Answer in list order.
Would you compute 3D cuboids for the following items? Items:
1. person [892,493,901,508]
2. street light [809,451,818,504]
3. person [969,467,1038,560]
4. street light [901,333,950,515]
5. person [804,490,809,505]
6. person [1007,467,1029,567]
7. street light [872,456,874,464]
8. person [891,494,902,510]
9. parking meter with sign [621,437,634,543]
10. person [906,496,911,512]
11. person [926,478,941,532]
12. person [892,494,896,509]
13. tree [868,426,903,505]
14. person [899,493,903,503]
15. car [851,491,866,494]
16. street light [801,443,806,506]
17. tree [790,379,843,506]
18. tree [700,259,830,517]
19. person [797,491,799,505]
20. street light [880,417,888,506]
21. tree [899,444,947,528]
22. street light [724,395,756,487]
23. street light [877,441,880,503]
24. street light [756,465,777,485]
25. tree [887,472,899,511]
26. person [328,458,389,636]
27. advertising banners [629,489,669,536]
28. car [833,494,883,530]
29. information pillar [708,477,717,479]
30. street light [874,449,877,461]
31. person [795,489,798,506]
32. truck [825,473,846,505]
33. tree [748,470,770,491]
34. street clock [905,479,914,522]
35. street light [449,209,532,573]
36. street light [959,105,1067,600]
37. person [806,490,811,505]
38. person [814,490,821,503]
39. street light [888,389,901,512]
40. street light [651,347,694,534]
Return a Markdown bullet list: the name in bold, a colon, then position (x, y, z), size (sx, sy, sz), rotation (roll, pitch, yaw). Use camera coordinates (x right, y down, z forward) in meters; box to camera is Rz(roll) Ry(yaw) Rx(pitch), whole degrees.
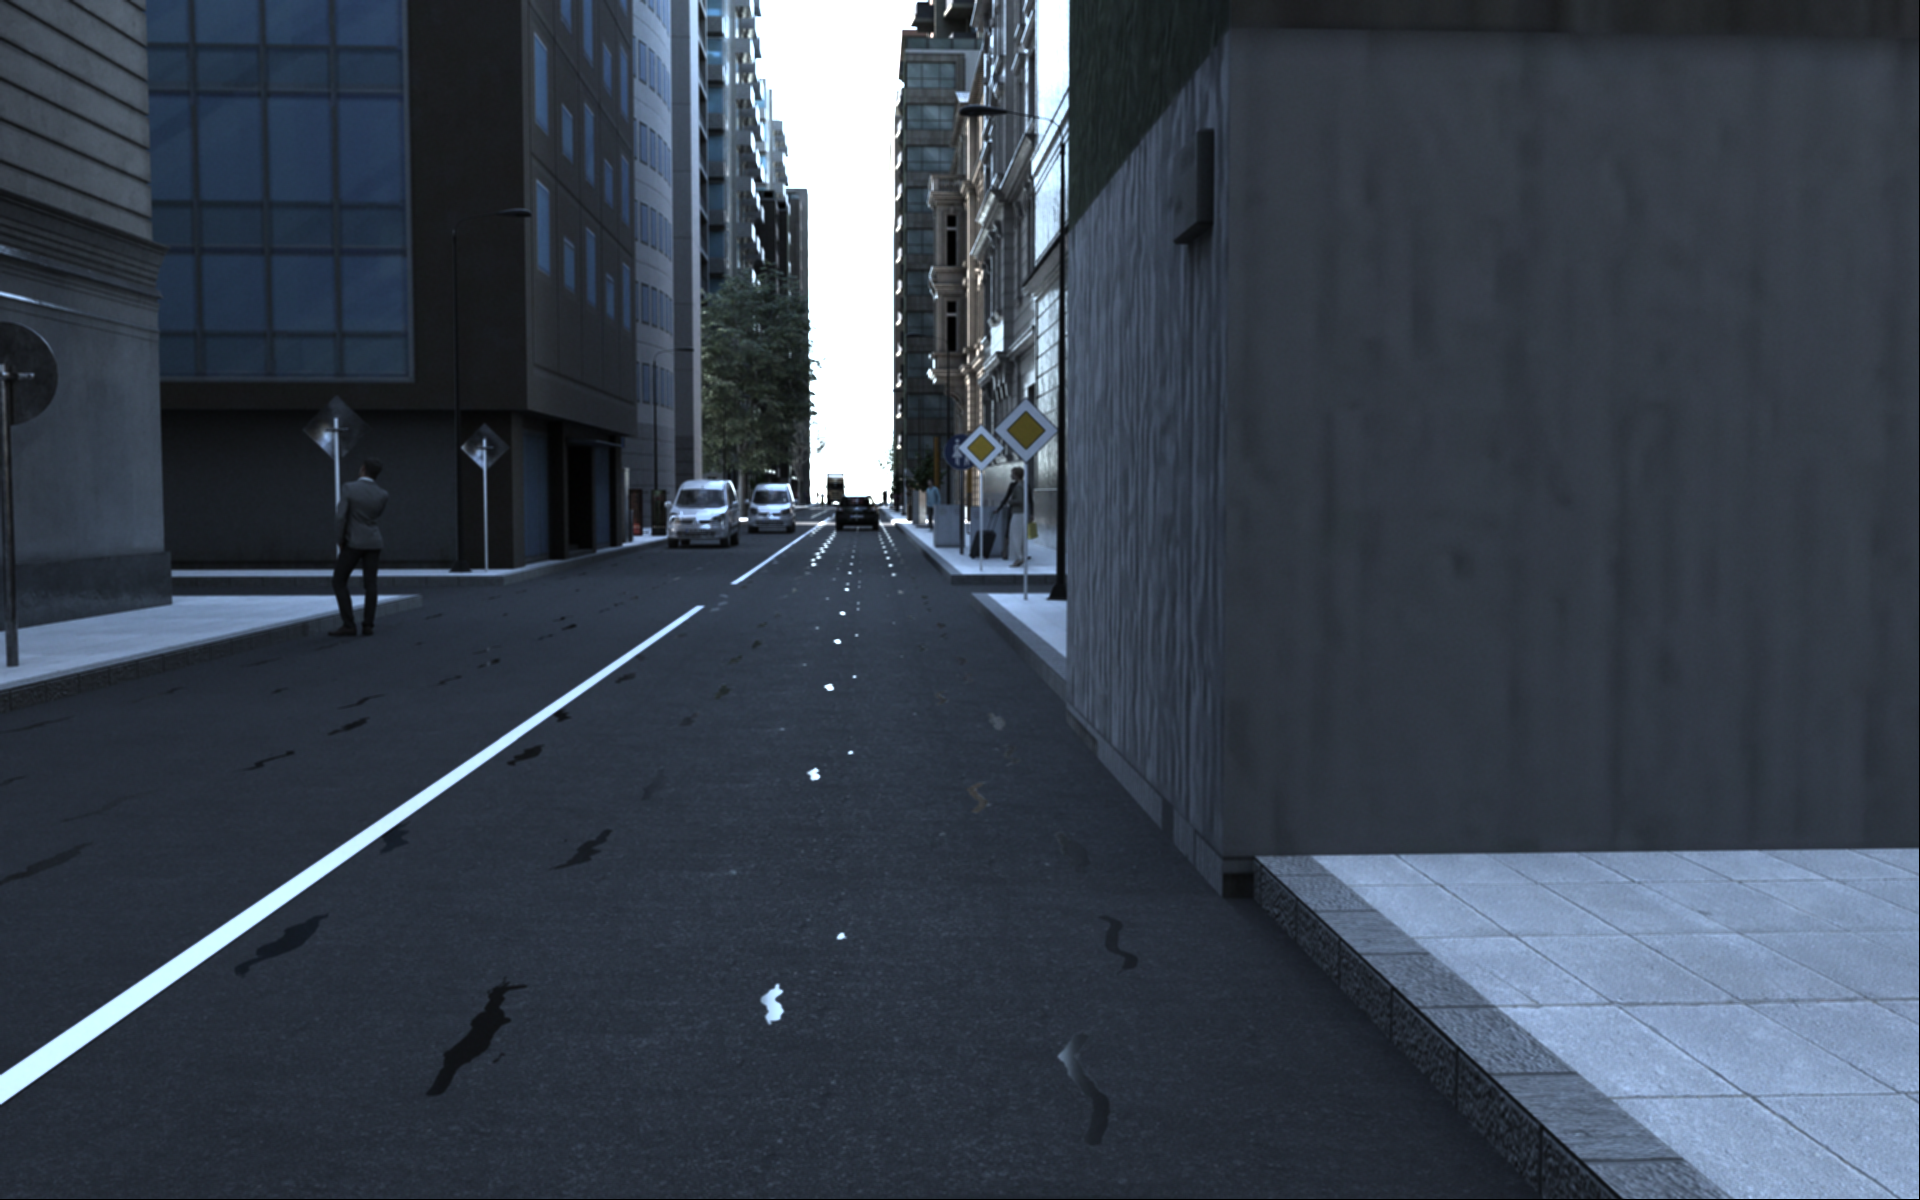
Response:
- **person**: position (-5.228, -8.446, 144.145), size (0.705, 1.822, 1.348), rotation (2, 4, 27)
- **street light**: position (-16.473, -13.162, 187.747), size (1.470, 5.913, 1.316), rotation (0, 4, -3)
- **person**: position (0.888, -1.696, 33.987), size (0.699, 1.804, 1.509), rotation (-2, 4, -35)
- **street light**: position (-0.879, -4.748, 50.173), size (1.470, 5.913, 1.316), rotation (0, 4, -3)
- **person**: position (-17.606, -11.765, 198.848), size (0.568, 1.767, 0.683), rotation (3, 5, 44)
- **person**: position (1.011, -1.469, 30.613), size (0.362, 1.759, 0.519), rotation (1, 4, 20)
- **street light**: position (-8.148, -12.623, 178.927), size (1.470, 5.913, 1.316), rotation (0, 4, -3)
- **person**: position (-4.762, -7.368, 129.730), size (0.991, 1.433, 0.599), rotation (2, 4, 35)
- **parking meter with sign**: position (-8.963, -3.020, 45.638), size (0.543, 3.016, 1.738), rotation (0, 4, -1)
- **person**: position (-2.397, -5.106, 89.517), size (0.794, 1.824, 0.713), rotation (-2, 4, -32)
- **person**: position (-0.870, -3.258, 59.329), size (0.660, 1.820, 0.620), rotation (3, 4, 38)
- **person**: position (-5.528, -8.634, 147.210), size (0.705, 1.824, 1.348), rotation (1, 4, 22)
- **tree**: position (-7.916, -14.500, 187.437), size (4.737, 8.622, 4.395), rotation (0, 3, 0)
- **person**: position (-6.324, -10.516, 181.213), size (0.697, 1.427, 0.421), rotation (2, 4, 29)
- **car**: position (-11.252, -11.262, 192.814), size (2.281, 1.827, 5.304), rotation (0, 4, -2)
- **street light**: position (-14.872, -11.363, 158.330), size (1.470, 5.913, 1.316), rotation (0, 4, -3)
- **tree**: position (-16.767, -16.470, 179.656), size (12.009, 13.543, 11.850), rotation (0, 3, 0)
- **tree**: position (-12.079, -11.529, 95.158), size (9.857, 13.997, 8.962), rotation (0, 3, 0)
- **person**: position (-18.412, -11.626, 197.071), size (0.436, 1.711, 0.756), rotation (-2, 4, -27)
- **street light**: position (-3.925, -8.033, 103.881), size (1.470, 5.913, 1.316), rotation (0, 4, -3)
- **tree**: position (-1.213, -4.402, 66.573), size (1.663, 3.219, 1.824), rotation (0, 3, 0)
- **street light**: position (-10.553, -6.674, 81.664), size (1.470, 5.913, 1.316), rotation (0, 4, -3)
- **street light**: position (-5.107, -9.359, 125.561), size (1.470, 5.913, 1.316), rotation (0, 4, -3)
- **street light**: position (-11.855, -8.112, 105.178), size (1.470, 5.913, 1.316), rotation (0, 4, -3)
- **tree**: position (-4.887, -8.375, 131.532), size (1.663, 3.219, 1.824), rotation (0, 3, 0)
- **person**: position (-6.111, -0.545, 17.590), size (0.592, 1.802, 0.473), rotation (-2, 4, -32)
- **advertising banners**: position (-9.988, -3.492, 53.281), size (2.074, 3.025, 0.090), rotation (0, 4, 3)
- **car**: position (-4.128, -3.673, 69.844), size (2.009, 1.686, 4.222), rotation (0, 4, -2)
- **information pillar**: position (-10.474, -4.208, 73.299), size (0.304, 2.012, 0.304), rotation (-2, 4, -35)
- **street light**: position (-6.590, -10.985, 152.139), size (1.470, 5.913, 1.316), rotation (0, 4, -3)
- **person**: position (-18.244, -11.453, 193.266), size (0.705, 1.831, 1.348), rotation (0, 4, 1)
- **truck**: position (-16.607, -14.816, 231.156), size (2.839, 4.237, 11.283), rotation (0, 4, -4)
- **tree**: position (-13.962, -7.727, 120.941), size (1.663, 3.219, 1.824), rotation (0, 3, 0)
- **street clock**: position (-2.298, -4.750, 82.240), size (0.358, 2.002, 0.471), rotation (0, 3, 0)
- **street light**: position (-7.675, -3.413, 28.337), size (1.470, 5.913, 1.316), rotation (0, 4, -3)
- **street light**: position (0.690, -2.956, 20.864), size (1.470, 5.913, 1.316), rotation (0, 4, -3)
- **person**: position (-18.148, -12.186, 206.004), size (1.217, 1.735, 0.721), rotation (1, 4, 20)
- **person**: position (-20.875, -15.154, 253.829), size (1.348, 1.821, 0.705), rotation (3, 5, 41)
- **street light**: position (-2.334, -6.374, 76.753), size (1.470, 5.913, 1.316), rotation (0, 4, -3)
- **street light**: position (-9.116, -5.038, 54.917), size (1.470, 5.913, 1.316), rotation (0, 4, -3)
